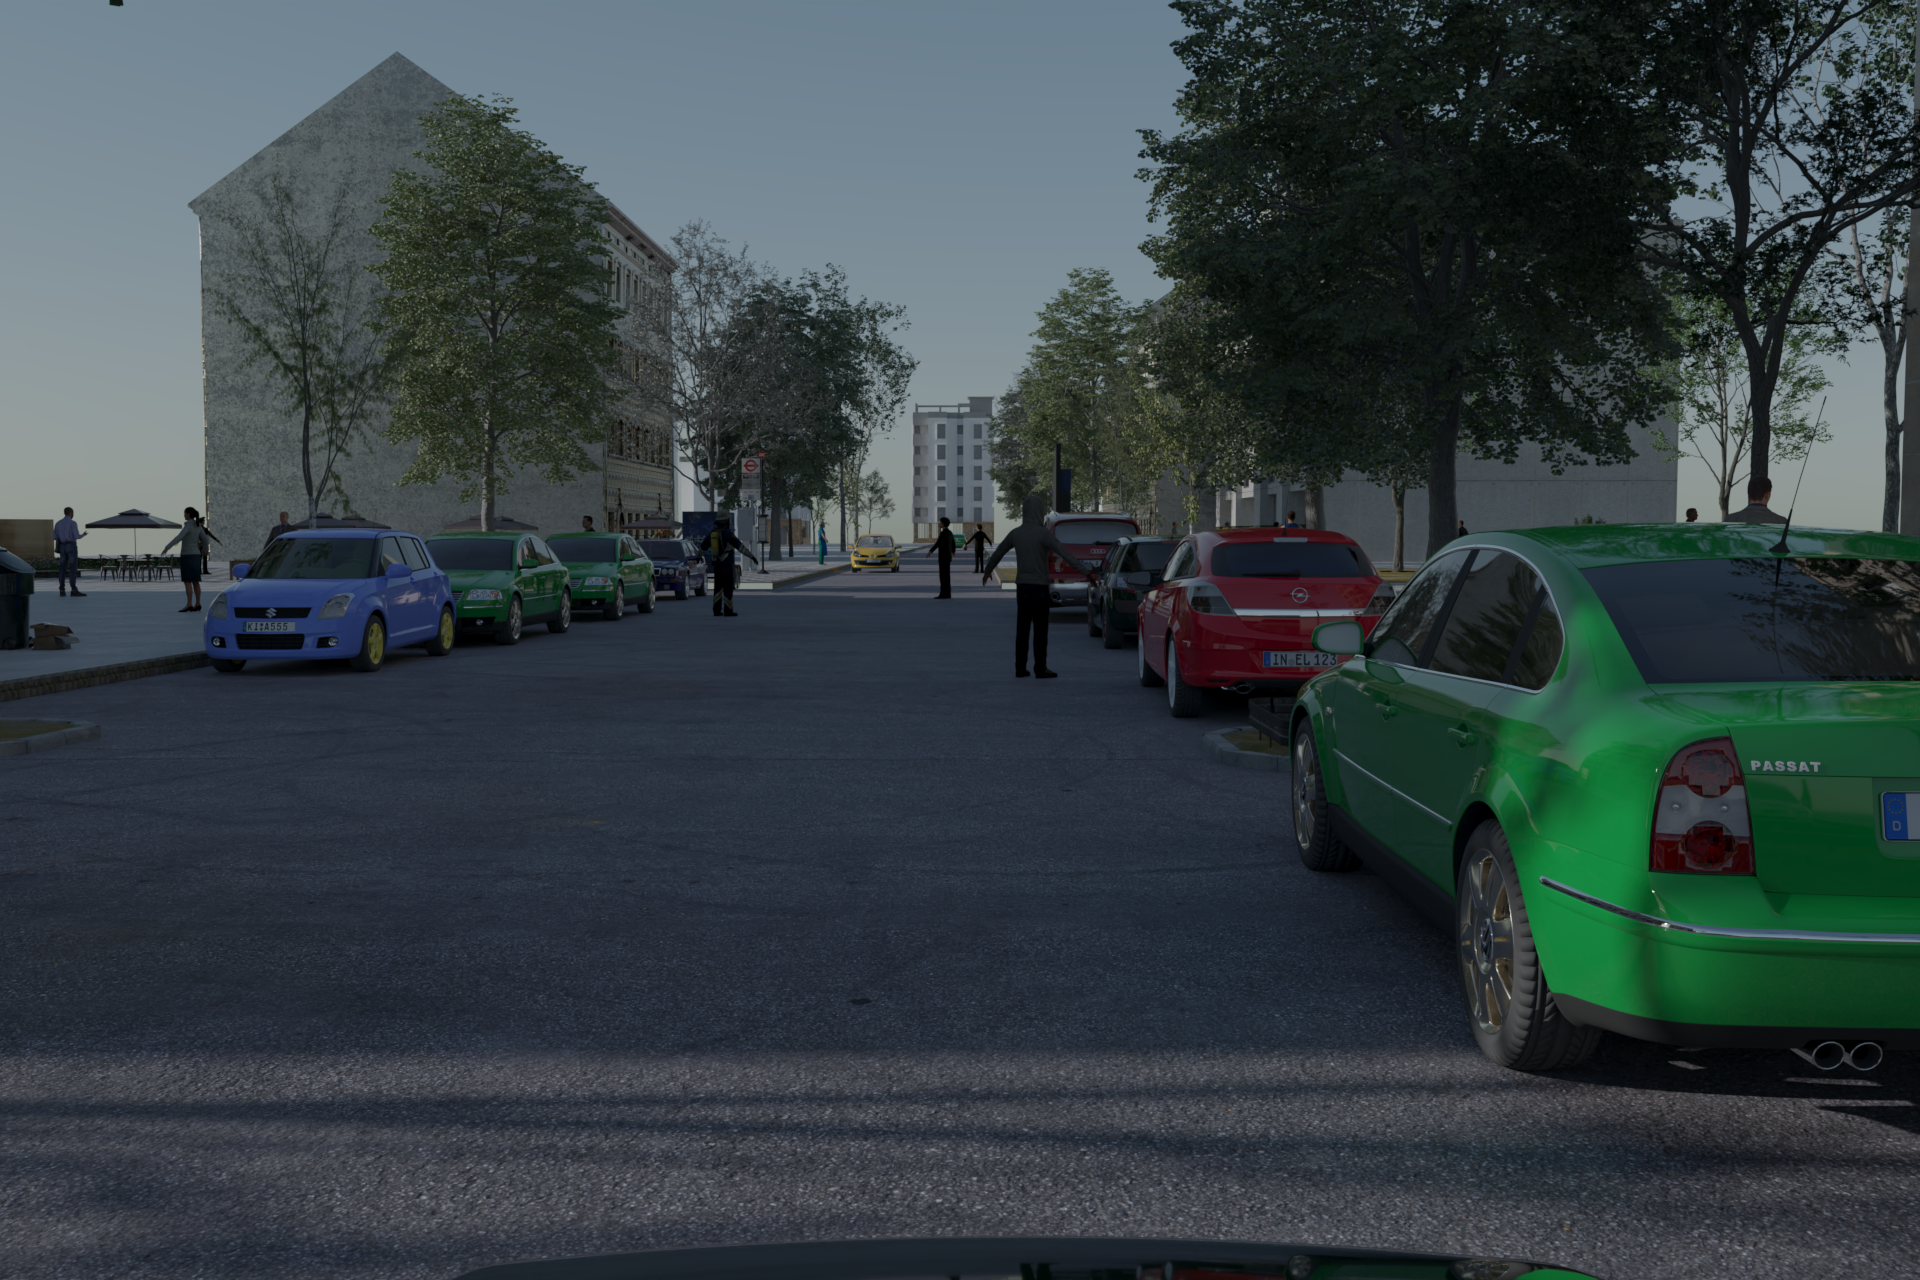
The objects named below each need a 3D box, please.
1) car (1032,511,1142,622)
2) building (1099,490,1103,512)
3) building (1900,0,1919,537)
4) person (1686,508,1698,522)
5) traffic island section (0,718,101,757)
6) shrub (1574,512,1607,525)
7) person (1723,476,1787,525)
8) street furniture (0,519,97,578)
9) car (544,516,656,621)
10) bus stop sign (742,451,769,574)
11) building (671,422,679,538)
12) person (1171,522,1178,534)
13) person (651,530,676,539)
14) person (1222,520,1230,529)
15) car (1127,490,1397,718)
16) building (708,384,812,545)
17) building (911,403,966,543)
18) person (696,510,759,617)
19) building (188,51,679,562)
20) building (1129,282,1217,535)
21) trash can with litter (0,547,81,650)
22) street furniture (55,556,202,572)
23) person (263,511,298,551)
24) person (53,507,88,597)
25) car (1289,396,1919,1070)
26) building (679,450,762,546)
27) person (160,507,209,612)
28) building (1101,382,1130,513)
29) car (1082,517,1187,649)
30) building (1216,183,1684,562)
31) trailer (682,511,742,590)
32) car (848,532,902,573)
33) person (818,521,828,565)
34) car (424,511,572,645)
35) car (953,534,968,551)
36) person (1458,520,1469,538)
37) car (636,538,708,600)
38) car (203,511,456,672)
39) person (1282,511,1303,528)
[{"bbox_3d":[2.133,-1.297,29.872,2.281,1.827,5.304,0,4,-1],"label":"car"},{"bbox_3d":[22.501,-16.568,213.038,9.099,9.664,28.070,0,4,1],"label":"building"},{"bbox_3d":[27.008,-12.939,14.758,19.351,26.588,34.151,0,4,1],"label":"building"},{"bbox_3d":[14.727,-1.753,34.846,0.705,1.807,1.348,2,4,33],"label":"person"},{"bbox_3d":[-7.051,0.681,11.724,1.991,0.108,1.994,0,4,1],"label":"traffic island section"},{"bbox_3d":[21.274,-3.311,58.550,1.690,2.028,1.600,0,3,0],"label":"shrub"},{"bbox_3d":[6.626,-0.475,14.334,0.617,1.759,0.750,3,5,43],"label":"person"},{"bbox_3d":[-30.575,-2.609,49.519,11.010,1.723,9.812,2,4,34],"label":"street furniture"},{"bbox_3d":[-6.474,-1.299,30.036,1.959,1.807,4.718,0,4,1],"label":"car"},{"bbox_3d":[-6.571,-4.098,55.701,0.855,3.939,0.416,0,4,2],"label":"bus stop sign"},{"bbox_3d":[-23.340,-10.664,116.508,9.099,9.664,28.070,0,4,1],"label":"building"},{"bbox_3d":[9.173,-4.132,73.823,0.705,1.796,1.348,1,4,15],"label":"person"},{"bbox_3d":[-12.919,-4.284,75.815,1.354,1.858,0.705,-1,4,-12],"label":"person"},{"bbox_3d":[10.265,-3.699,66.455,0.705,1.833,1.349,-1,4,-19],"label":"person"},{"bbox_3d":[2.558,-0.363,14.975,2.155,1.783,4.494,0,4,1],"label":"car"},{"bbox_3d":[-23.820,-21.414,206.544,16.016,20.090,11.380,0,4,0],"label":"building"},{"bbox_3d":[-6.427,-23.487,242.889,11.380,20.090,16.016,1,4,9],"label":"building"},{"bbox_3d":[-4.107,-1.341,30.166,1.354,1.856,0.705,2,4,31],"label":"person"},{"bbox_3d":[-25.525,-15.753,88.483,19.493,23.208,18.063,0,4,1],"label":"building"},{"bbox_3d":[22.342,-17.920,123.924,19.493,23.208,18.063,0,4,0],"label":"building"},{"bbox_3d":[-10.386,-0.485,19.312,1.055,1.170,0.624,0,4,1],"label":"trash can with litter"},{"bbox_3d":[-32.229,-2.784,61.150,10.072,0.657,5.734,-2,4,-24],"label":"street furniture"},{"bbox_3d":[-14.091,-1.808,36.151,0.990,1.755,0.434,0,4,6],"label":"person"},{"bbox_3d":[-18.245,-1.818,35.634,0.709,1.838,0.599,1,4,14],"label":"person"},{"bbox_3d":[2.317,0.172,5.992,1.959,1.807,4.718,0,4,1],"label":"car"},{"bbox_3d":[-25.776,-14.999,187.376,9.099,9.664,28.070,0,4,1],"label":"building"},{"bbox_3d":[-12.741,-1.327,28.530,0.721,1.735,1.217,1,4,9],"label":"person"},{"bbox_3d":[25.477,-21.908,189.131,19.493,23.208,18.063,0,4,0],"label":"building"},{"bbox_3d":[2.645,-0.807,22.985,2.009,1.686,4.222,0,4,0],"label":"car"},{"bbox_3d":[24.580,-13.951,94.562,16.747,18.905,31.486,0,4,1],"label":"building"},{"bbox_3d":[-6.484,-2.272,44.198,1.471,1.999,3.904,0,4,0],"label":"trailer"},{"bbox_3d":[-3.179,-3.377,65.432,2.015,1.641,3.980,0,3,0],"label":"car"},{"bbox_3d":[-5.656,-3.988,71.337,0.704,1.817,1.347,-1,4,-16],"label":"person"},{"bbox_3d":[-6.591,-0.913,23.724,1.959,1.807,4.718,0,4,0],"label":"car"},{"bbox_3d":[-0.272,-8.751,151.877,1.959,1.807,4.718,0,4,-1],"label":"car"},{"bbox_3d":[18.980,-3.638,65.706,1.346,1.802,0.704,-3,4,-38],"label":"person"},{"bbox_3d":[-6.738,-1.600,38.737,1.945,1.354,3.894,0,4,1],"label":"car"},{"bbox_3d":[-6.879,-0.582,19.103,1.945,1.707,3.694,0,4,1],"label":"car"},{"bbox_3d":[7.493,-2.022,39.222,1.345,1.807,0.704,0,4,2],"label":"person"}]
